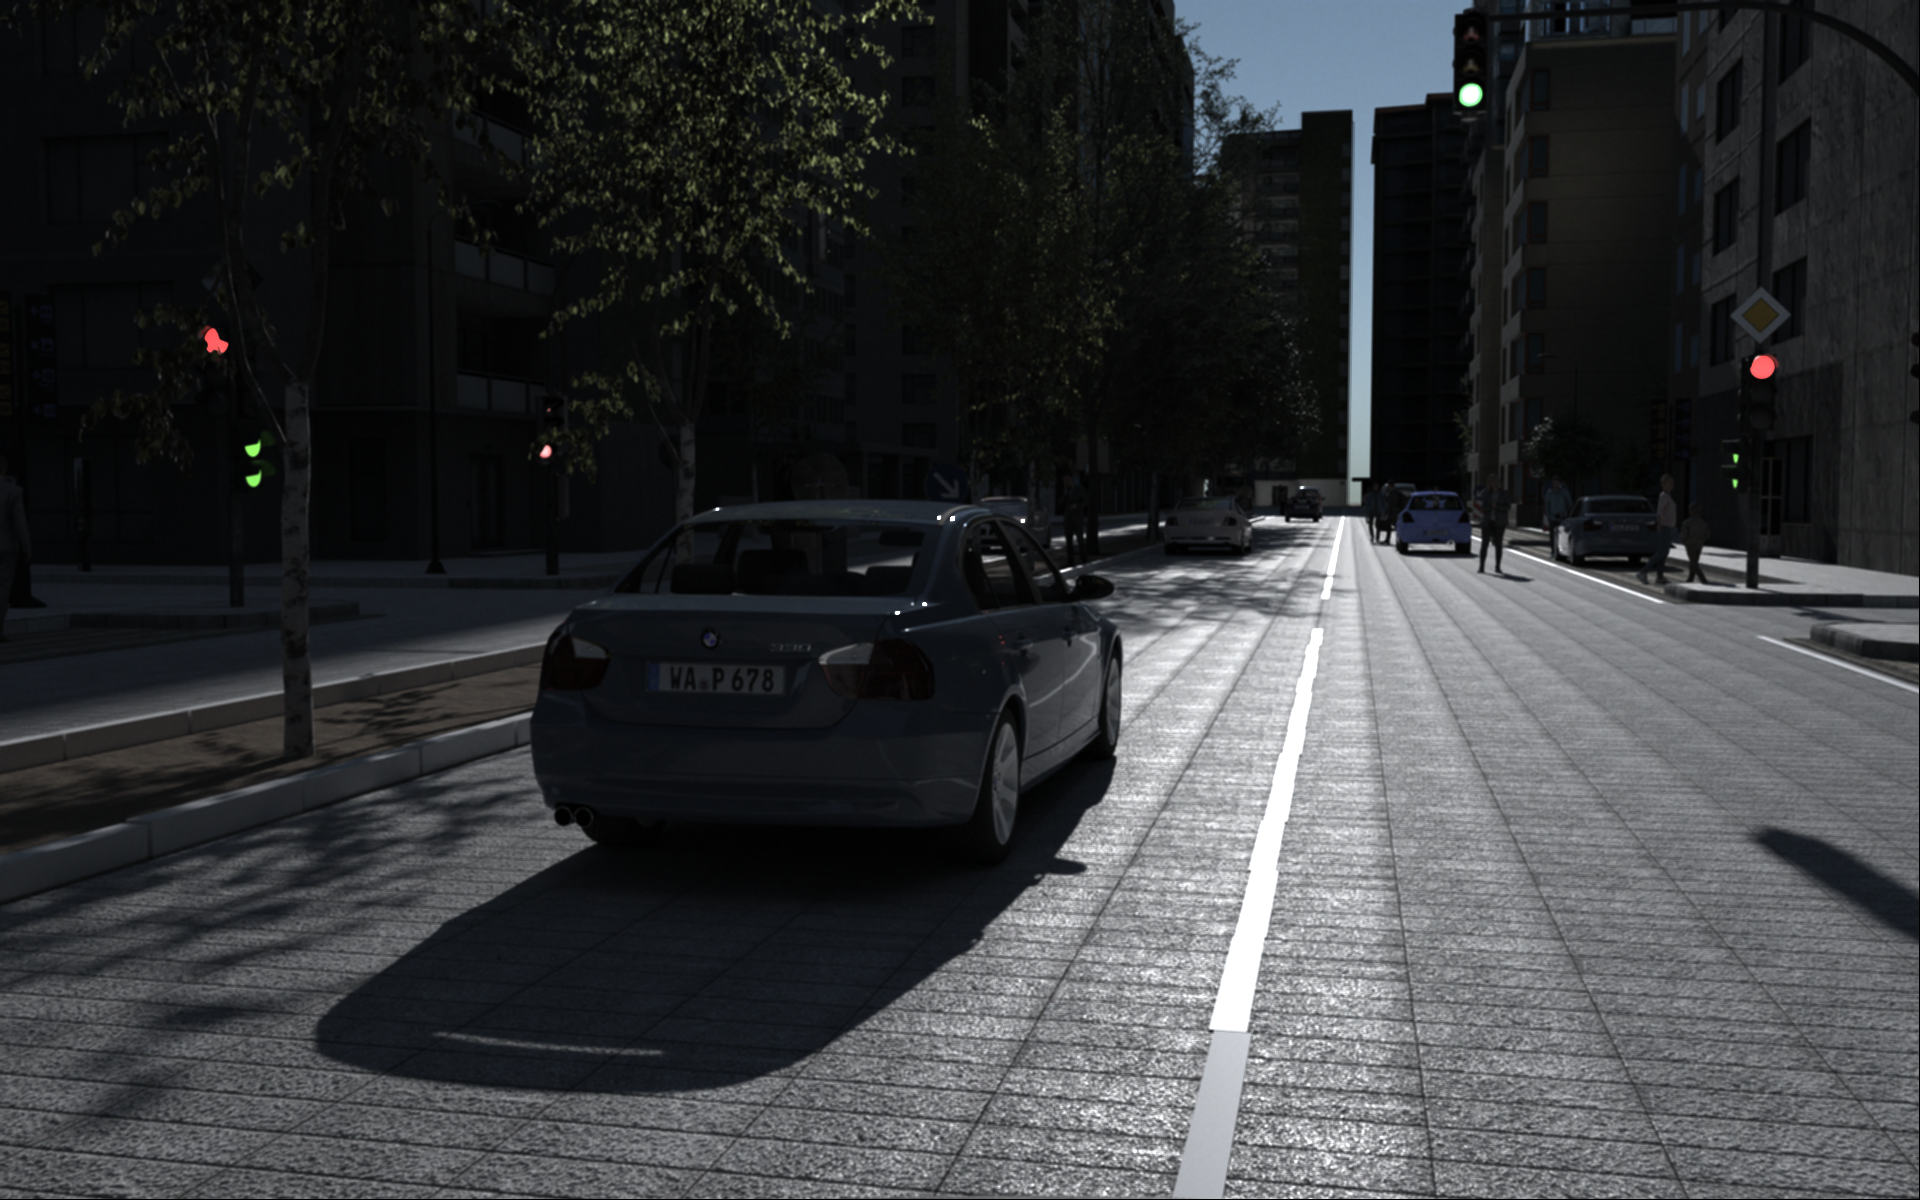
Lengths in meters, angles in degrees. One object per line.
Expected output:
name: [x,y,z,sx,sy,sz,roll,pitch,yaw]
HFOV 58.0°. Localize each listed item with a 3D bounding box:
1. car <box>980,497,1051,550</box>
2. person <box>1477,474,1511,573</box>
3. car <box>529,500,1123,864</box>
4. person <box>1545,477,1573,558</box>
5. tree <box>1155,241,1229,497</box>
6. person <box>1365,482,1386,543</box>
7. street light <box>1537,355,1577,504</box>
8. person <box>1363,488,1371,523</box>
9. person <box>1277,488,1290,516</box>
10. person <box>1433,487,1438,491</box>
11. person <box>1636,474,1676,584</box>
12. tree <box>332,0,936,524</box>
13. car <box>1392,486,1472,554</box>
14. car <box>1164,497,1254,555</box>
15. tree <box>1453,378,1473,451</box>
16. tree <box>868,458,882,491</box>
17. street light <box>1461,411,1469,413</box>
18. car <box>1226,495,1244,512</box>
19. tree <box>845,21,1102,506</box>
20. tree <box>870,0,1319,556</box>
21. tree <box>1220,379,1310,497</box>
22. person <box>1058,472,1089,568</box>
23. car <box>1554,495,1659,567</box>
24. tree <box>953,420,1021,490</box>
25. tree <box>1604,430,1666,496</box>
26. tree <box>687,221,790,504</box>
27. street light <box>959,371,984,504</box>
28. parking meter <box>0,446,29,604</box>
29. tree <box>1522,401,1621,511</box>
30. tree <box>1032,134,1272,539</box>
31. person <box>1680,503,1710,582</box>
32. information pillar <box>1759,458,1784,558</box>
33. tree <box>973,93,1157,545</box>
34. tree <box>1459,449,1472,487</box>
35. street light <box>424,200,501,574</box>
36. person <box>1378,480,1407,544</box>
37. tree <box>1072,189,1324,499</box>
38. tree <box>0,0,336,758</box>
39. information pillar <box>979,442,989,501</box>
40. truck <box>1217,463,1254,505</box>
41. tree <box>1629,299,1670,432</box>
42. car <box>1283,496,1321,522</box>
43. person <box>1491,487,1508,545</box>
car: [1.148,-1.910,43.589,2.083,1.381,4.827,1,4,12]
person: [9.719,-1.393,31.460,0.537,1.800,0.526,2,4,35]
car: [-0.352,0.237,8.135,2.014,1.417,4.499,1,4,14]
person: [13.388,-1.842,38.639,0.660,1.820,0.620,2,4,32]
tree: [5.447,-5.861,48.642,4.360,8.622,3.978,0,3,0]
person: [12.241,-2.578,50.988,0.601,1.785,0.444,1,4,17]
street light: [19.931,-5.212,57.756,1.470,5.913,1.316,1,4,13]
person: [20.356,-4.711,86.369,0.563,1.720,0.643,2,4,34]
person: [21.348,-6.477,114.413,0.705,1.823,1.348,-2,4,-30]
person: [23.417,-4.693,85.459,0.478,1.798,0.641,-3,4,-39]
person: [11.056,-1.119,27.463,0.598,1.740,0.731,1,4,12]
tree: [-2.319,-3.794,14.845,4.360,8.622,3.978,0,3,0]
car: [11.645,-2.024,42.686,1.945,1.707,3.694,1,4,12]
car: [6.055,-1.816,42.053,2.083,1.381,4.827,1,4,13]
tree: [30.712,-9.186,100.557,4.360,8.622,3.978,0,3,0]
tree: [-4.253,-5.061,77.350,1.663,3.219,1.824,0,3,0]
street light: [28.621,-7.584,96.540,1.470,5.913,1.316,1,4,13]
car: [20.229,-7.146,129.422,1.945,1.354,3.894,1,4,14]
tree: [0.244,-4.526,26.821,4.737,8.622,4.395,0,3,0]
tree: [3.093,-7.777,39.974,12.009,13.543,11.850,0,3,0]
tree: [13.215,-9.115,85.900,8.767,10.594,7.601,1,4,13]
person: [2.178,-1.525,33.233,0.655,1.846,0.447,2,4,33]
car: [13.235,-1.428,35.357,2.014,1.417,4.499,1,4,13]
tree: [1.216,-5.658,76.230,4.285,4.588,4.351,0,3,0]
tree: [20.253,-3.525,52.233,1.663,3.219,1.824,0,3,0]
tree: [-5.214,-5.818,45.488,4.737,8.622,4.395,0,3,0]
street light: [0.524,-5.673,65.287,1.470,5.913,1.316,1,4,13]
parking meter: [-11.115,-0.889,20.246,0.399,1.863,0.255,-3,4,-37]
tree: [21.457,-4.737,61.163,4.285,4.588,4.351,0,3,0]
tree: [6.061,-8.193,54.545,7.486,12.596,7.792,0,3,0]
person: [10.936,-0.798,25.818,0.475,1.303,0.640,-2,4,-24]
information pillar: [16.390,-1.865,34.992,0.304,2.012,0.304,-1,4,-11]
tree: [1.337,-4.845,32.042,4.360,8.622,3.978,0,3,0]
tree: [32.705,-7.571,107.496,4.285,4.588,4.351,0,3,0]
street light: [-7.936,-3.370,27.648,1.470,5.913,1.316,1,4,13]
person: [12.372,-2.502,49.378,0.822,1.834,0.622,2,4,31]
tree: [8.296,-8.772,62.887,9.611,12.733,9.660,0,3,0]
tree: [-3.555,-3.460,9.391,4.360,8.622,3.978,0,3,0]
information pillar: [0.988,-4.962,72.484,0.183,3.616,0.504,-3,5,-44]
truck: [23.455,-9.713,147.715,2.839,4.237,11.283,1,4,14]
tree: [26.912,-6.916,63.441,4.360,8.622,3.978,0,3,0]
car: [17.818,-4.754,90.307,1.945,1.354,3.894,1,4,11]
person: [14.909,-2.403,48.139,0.444,1.785,0.601,-3,4,-37]
